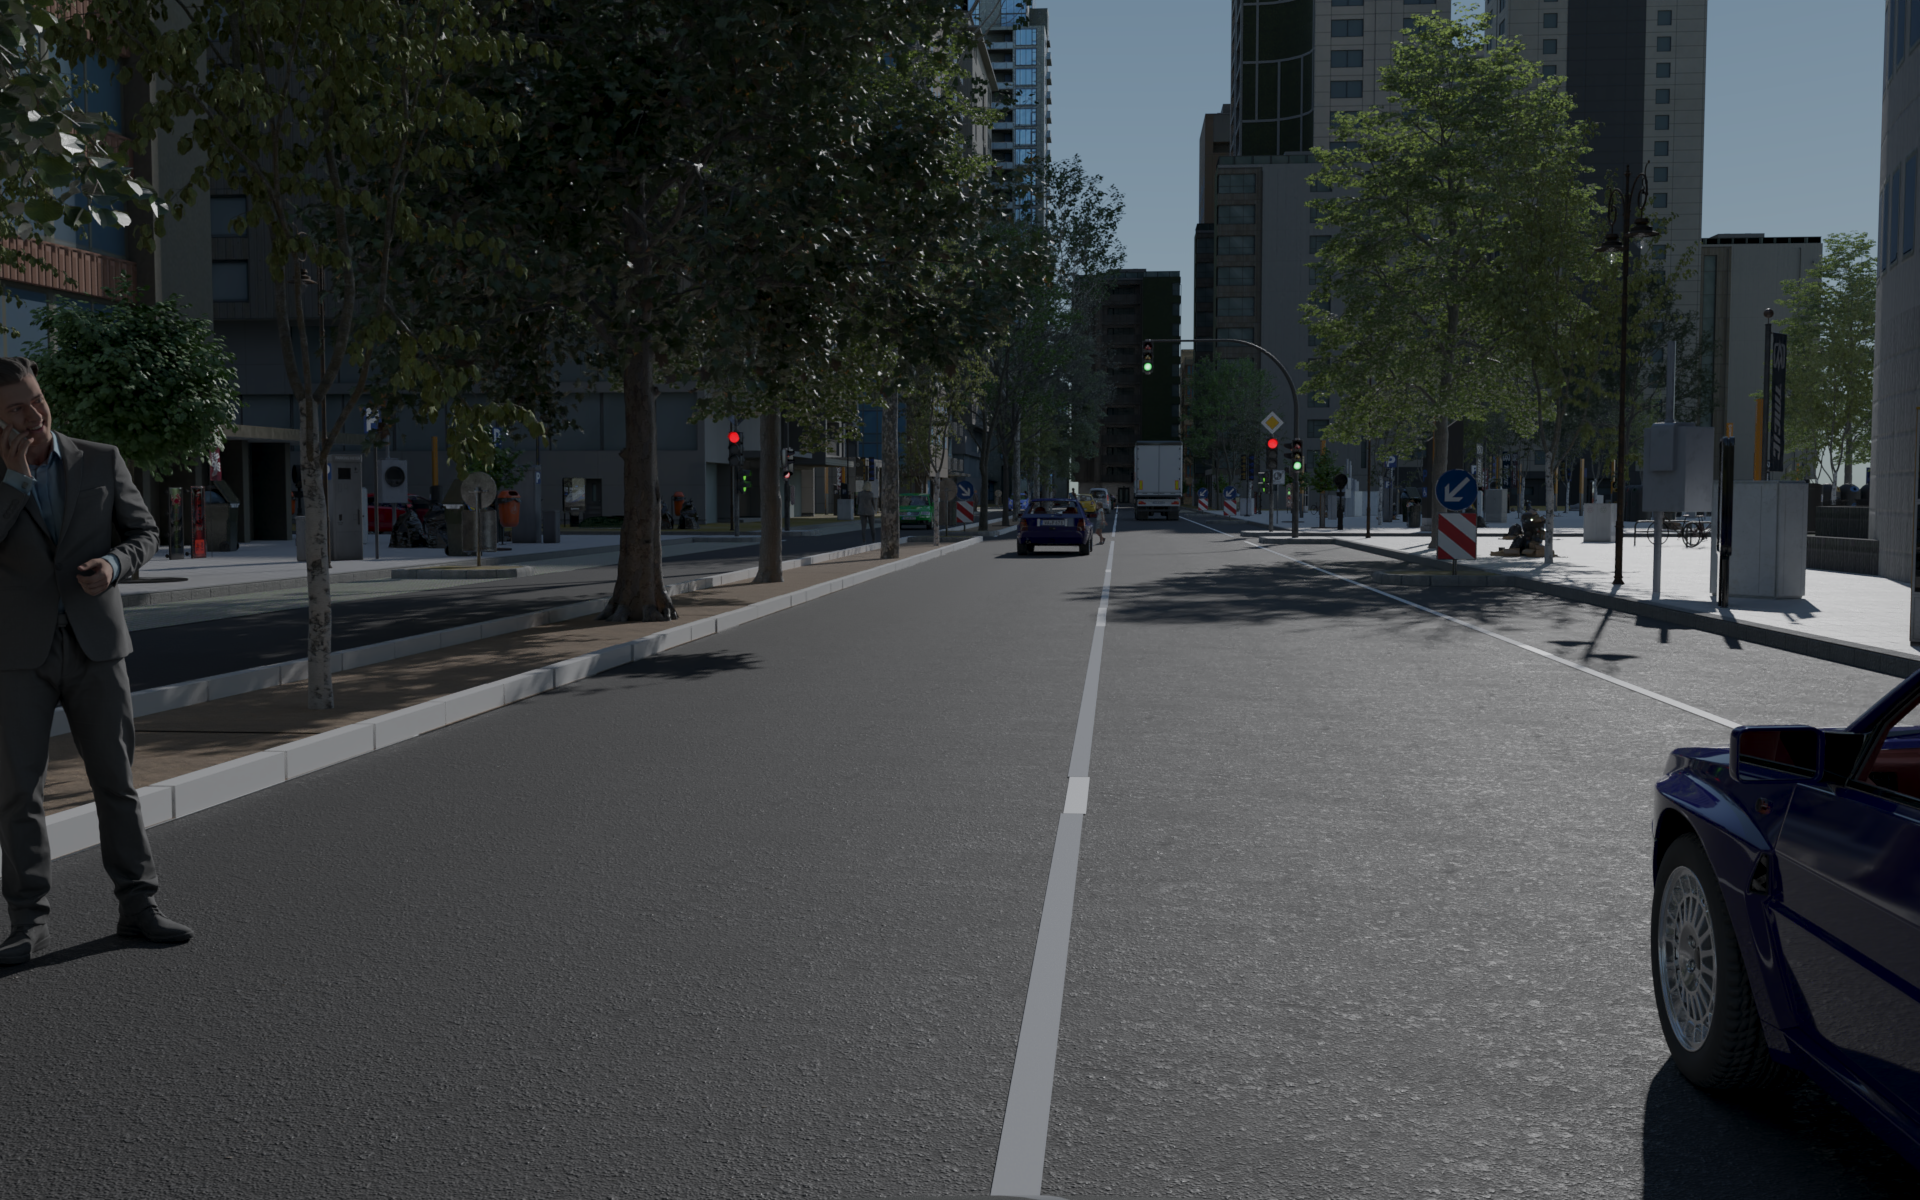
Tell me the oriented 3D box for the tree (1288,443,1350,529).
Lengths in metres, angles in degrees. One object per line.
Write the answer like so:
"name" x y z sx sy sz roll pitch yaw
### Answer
"tree" 13.502 -4.279 64.564 1.663 3.219 1.824 0 3 0

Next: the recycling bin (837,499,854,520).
"recycling bin" -5.630 -4.437 85.106 0.722 1.027 0.722 0 4 5

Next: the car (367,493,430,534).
"car" -18.183 -2.921 56.799 4.494 1.783 2.155 0 4 6

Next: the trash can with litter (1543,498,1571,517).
"trash can with litter" 33.807 -5.359 98.672 1.678 1.210 2.233 1 4 12

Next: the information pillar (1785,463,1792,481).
"information pillar" 61.884 -8.443 129.393 0.504 3.616 0.183 -1 4 -11

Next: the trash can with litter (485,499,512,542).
"trash can with litter" -12.368 -2.154 46.606 0.624 1.170 1.055 2 4 28

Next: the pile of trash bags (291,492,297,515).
"pile of trash bags" -25.451 -3.657 69.536 3.447 1.369 1.912 -2 4 -27

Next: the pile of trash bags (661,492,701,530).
"pile of trash bags" -10.486 -3.310 63.869 1.912 1.369 3.447 0 4 -5

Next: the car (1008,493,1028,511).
"car" 4.887 -8.261 144.654 1.945 1.707 3.694 0 4 4

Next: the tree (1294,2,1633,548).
"tree" 11.761 -7.493 40.631 7.486 12.596 7.792 0 3 0

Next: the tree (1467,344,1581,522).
"tree" 26.035 -7.923 79.906 4.360 8.622 3.978 0 3 0

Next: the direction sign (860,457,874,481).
"direction sign" -5.672 -6.965 105.880 0.876 3.537 0.379 0 4 5

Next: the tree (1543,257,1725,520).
"tree" 26.519 -8.195 68.395 7.601 10.594 8.767 2 4 31

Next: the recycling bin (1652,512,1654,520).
"recycling bin" 34.615 -4.450 85.313 0.722 1.027 0.722 -3 4 -37

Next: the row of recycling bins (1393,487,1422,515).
"row of recycling bins" 28.000 -6.219 108.795 3.534 1.692 1.069 -3 4 -36

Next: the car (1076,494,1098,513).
"car" 8.326 -6.522 116.858 2.015 1.641 3.980 0 4 5

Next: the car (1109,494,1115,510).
"car" 13.321 -9.106 160.675 2.131 1.459 4.920 0 4 6

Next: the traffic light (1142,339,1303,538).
"traffic light" 7.723 -4.657 50.812 4.771 5.953 1.251 0 4 5

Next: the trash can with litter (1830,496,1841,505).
"trash can with litter" 31.873 -3.169 62.871 1.678 1.210 2.233 0 4 -5

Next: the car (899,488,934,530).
"car" -1.886 -3.798 70.892 1.959 1.807 4.718 0 4 3

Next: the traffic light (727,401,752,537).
"traffic light" -6.729 -3.874 52.263 0.839 4.253 0.868 0 4 5

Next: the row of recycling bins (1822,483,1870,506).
"row of recycling bins" 34.448 -3.624 66.366 3.534 1.692 1.069 0 4 -7

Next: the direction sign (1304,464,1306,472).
"direction sign" 25.667 -8.370 128.850 0.379 3.537 0.876 0 4 3

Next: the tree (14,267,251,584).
"tree" -12.163 -2.548 25.376 4.285 4.588 4.351 0 3 0

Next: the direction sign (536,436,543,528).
"direction sign" -15.722 -4.439 64.579 0.379 3.537 0.876 0 4 -7

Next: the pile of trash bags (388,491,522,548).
"pile of trash bags" -12.119 -1.994 42.356 1.912 1.369 3.447 2 4 33

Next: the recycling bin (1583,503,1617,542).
"recycling bin" 17.261 -2.087 46.680 0.722 1.027 0.722 2 4 34

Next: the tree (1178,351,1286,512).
"tree" 19.577 -12.176 124.839 9.928 11.665 9.643 0 3 0

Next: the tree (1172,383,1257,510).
"tree" 20.082 -12.363 136.541 7.601 10.594 8.767 0 4 -5

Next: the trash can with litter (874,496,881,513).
"trash can with litter" -4.964 -6.363 115.088 2.233 1.210 1.678 2 4 33

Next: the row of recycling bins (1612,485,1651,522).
"row of recycling bins" 31.517 -4.532 81.209 1.069 1.692 3.534 0 4 3

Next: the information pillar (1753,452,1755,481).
"information pillar" 44.543 -6.445 96.727 0.504 3.616 0.183 3 5 43

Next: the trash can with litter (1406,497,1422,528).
"trash can with litter" 17.234 -3.344 66.065 0.624 1.170 1.055 0 4 2

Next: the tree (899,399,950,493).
"tree" -2.797 -10.860 127.931 4.737 8.622 4.395 0 3 0

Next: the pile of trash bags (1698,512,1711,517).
"pile of trash bags" 42.202 -5.472 99.226 3.447 1.369 1.912 1 4 8

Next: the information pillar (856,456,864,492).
"information pillar" -6.099 -6.955 105.062 0.504 3.616 0.183 0 4 -1

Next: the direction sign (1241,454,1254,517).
"direction sign" 16.374 -6.526 98.700 0.876 3.537 0.379 3 5 42

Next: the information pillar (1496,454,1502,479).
"information pillar" 31.610 -6.745 101.629 0.504 3.616 0.183 -2 4 -30

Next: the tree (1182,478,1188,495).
"tree" 25.821 -12.649 201.418 1.663 3.219 1.824 0 3 0

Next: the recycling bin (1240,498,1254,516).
"recycling bin" 17.014 -5.510 102.640 0.722 1.027 0.722 1 4 19

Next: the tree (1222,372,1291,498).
"tree" 17.826 -9.488 105.494 4.360 8.622 3.978 0 3 0

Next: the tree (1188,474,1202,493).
"tree" 23.113 -10.507 166.387 1.663 3.219 1.824 0 3 0

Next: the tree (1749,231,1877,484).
"tree" 38.670 -9.625 75.503 7.486 12.596 7.792 0 3 0

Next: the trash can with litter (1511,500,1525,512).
"trash can with litter" 40.439 -6.993 125.727 1.055 1.170 0.624 2 4 26

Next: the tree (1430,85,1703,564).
"tree" 10.906 -4.965 31.535 4.737 8.622 4.395 0 3 0

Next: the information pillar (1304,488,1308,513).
"information pillar" 23.662 -6.987 118.724 0.304 2.012 0.304 -2 4 -35

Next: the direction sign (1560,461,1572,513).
"direction sign" 40.998 -7.657 117.186 0.379 3.537 0.876 -3 4 -37

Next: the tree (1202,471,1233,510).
"tree" 21.452 -9.062 142.757 1.663 3.219 1.824 0 3 0

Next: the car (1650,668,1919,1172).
"car" 2.490 0.589 2.946 1.945 1.354 3.894 0 4 6

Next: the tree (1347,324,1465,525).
"tree" 17.473 -7.377 70.983 4.360 8.622 3.978 0 3 0

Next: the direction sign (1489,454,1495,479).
"direction sign" 30.409 -6.549 99.067 0.379 3.537 0.876 3 4 38

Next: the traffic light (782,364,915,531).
"traffic light" -3.906 -5.223 60.058 4.771 5.953 1.251 0 4 5

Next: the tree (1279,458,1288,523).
"tree" 15.189 -5.114 78.212 1.663 3.219 1.824 0 3 0

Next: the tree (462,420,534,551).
"tree" -10.698 -2.724 39.141 1.663 3.219 1.824 0 3 0

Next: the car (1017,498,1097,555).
"car" 2.332 -1.797 41.953 1.945 1.354 3.894 0 4 6

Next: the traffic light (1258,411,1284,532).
"traffic light" 10.546 -4.269 58.713 0.839 4.253 0.868 0 4 5

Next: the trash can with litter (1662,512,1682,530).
"trash can with litter" 25.619 -3.107 62.189 0.624 1.170 1.055 0 4 -6

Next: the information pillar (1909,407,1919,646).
"information pillar" 8.227 -0.616 14.558 0.304 2.012 0.304 -3 5 -39

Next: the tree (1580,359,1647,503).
"tree" 33.097 -8.521 89.676 4.360 8.622 3.978 0 3 0
